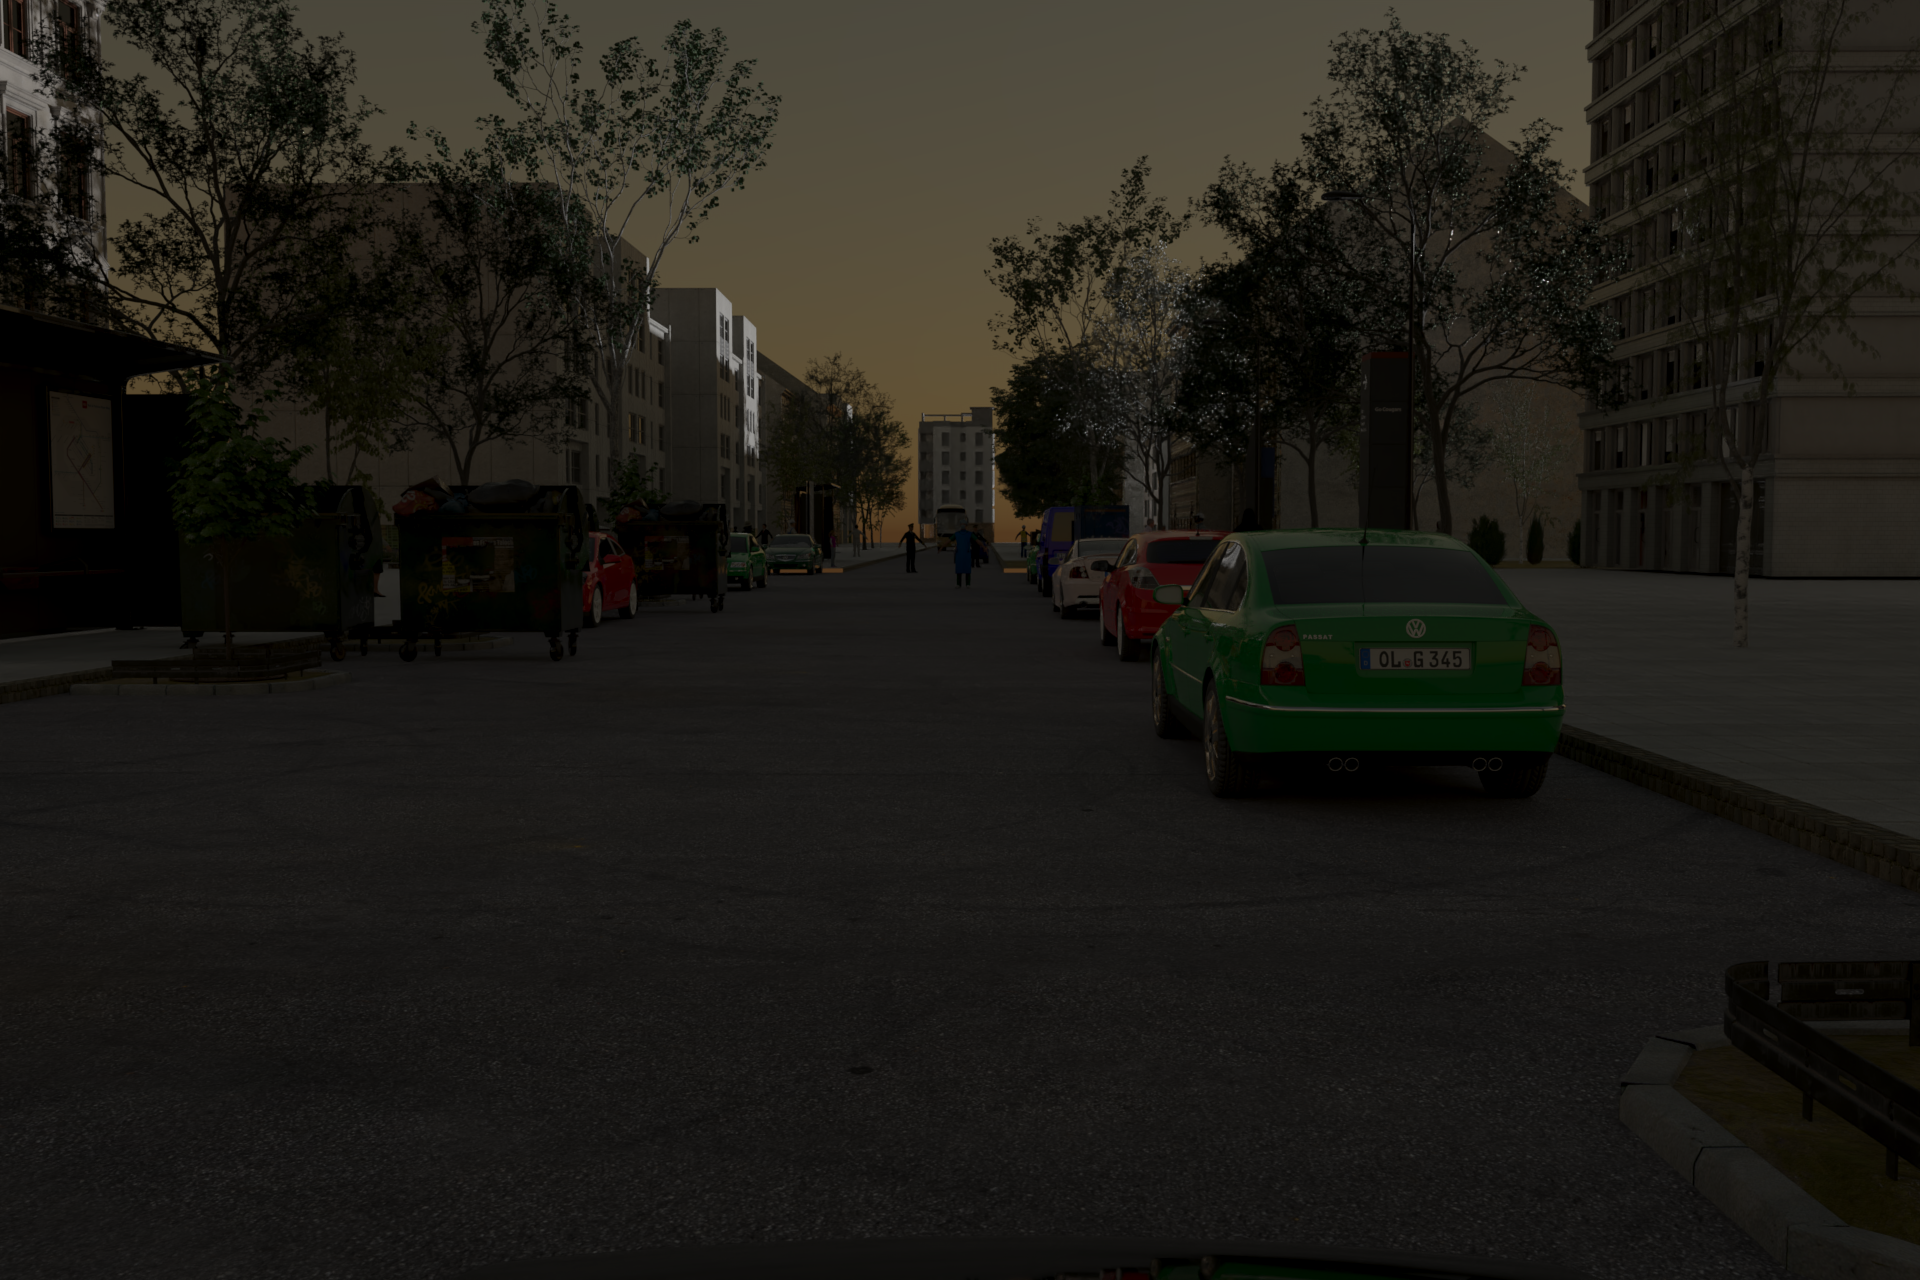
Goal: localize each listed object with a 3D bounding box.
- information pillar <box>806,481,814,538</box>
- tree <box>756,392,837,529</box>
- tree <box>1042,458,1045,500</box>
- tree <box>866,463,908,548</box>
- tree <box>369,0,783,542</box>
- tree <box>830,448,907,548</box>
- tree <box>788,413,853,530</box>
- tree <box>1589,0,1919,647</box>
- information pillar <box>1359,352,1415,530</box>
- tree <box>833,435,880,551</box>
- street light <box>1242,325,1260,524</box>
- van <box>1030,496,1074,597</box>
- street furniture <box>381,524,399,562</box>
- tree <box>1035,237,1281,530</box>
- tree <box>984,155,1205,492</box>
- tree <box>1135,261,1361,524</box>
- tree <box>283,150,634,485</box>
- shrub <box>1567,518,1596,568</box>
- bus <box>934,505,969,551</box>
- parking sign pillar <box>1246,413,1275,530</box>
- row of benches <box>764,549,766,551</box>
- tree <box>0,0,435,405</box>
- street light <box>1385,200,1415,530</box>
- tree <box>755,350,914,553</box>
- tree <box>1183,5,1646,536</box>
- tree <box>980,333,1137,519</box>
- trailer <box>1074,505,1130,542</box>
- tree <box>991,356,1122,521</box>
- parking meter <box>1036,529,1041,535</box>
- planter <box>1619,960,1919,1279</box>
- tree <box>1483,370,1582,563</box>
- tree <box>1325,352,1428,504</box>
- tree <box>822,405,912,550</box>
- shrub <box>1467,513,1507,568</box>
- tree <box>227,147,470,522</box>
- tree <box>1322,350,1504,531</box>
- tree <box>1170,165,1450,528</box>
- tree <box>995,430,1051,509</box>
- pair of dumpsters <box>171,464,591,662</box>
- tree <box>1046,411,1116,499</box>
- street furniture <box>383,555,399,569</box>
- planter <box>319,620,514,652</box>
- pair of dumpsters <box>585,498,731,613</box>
[{"bbox_3d":[-6.672,-5.250,77.158,0.184,3.620,1.656,0,4,1],"label":"information pillar"},{"bbox_3d":[-8.819,-8.590,90.802,4.737,8.622,4.395,0,3,0],"label":"tree"},{"bbox_3d":[8.022,-13.373,153.065,8.767,10.594,7.601,0,4,-6],"label":"tree"},{"bbox_3d":[-7.256,-12.950,162.100,4.737,8.622,4.395,0,3,0],"label":"tree"},{"bbox_3d":[-13.395,-12.461,59.626,12.611,20.169,13.585,0,3,0],"label":"tree"},{"bbox_3d":[-8.107,-13.456,154.419,7.601,10.594,8.767,1,4,17],"label":"tree"},{"bbox_3d":[-8.130,-9.439,104.694,4.360,8.622,3.978,0,3,0],"label":"tree"},{"bbox_3d":[8.667,-4.217,19.305,4.360,8.622,3.978,0,3,0],"label":"tree"},{"bbox_3d":[6.141,-2.177,24.973,0.750,3.857,0.750,0,4,1],"label":"information pillar"},{"bbox_3d":[-7.854,-10.890,128.411,4.737,8.622,4.395,0,3,0],"label":"tree"},{"bbox_3d":[6.993,-3.976,37.554,1.470,5.913,1.316,0,4,1],"label":"street light"},{"bbox_3d":[2.827,-2.247,41.119,2.240,2.365,5.245,0,4,0],"label":"van"},{"bbox_3d":[-27.148,-4.360,78.138,9.812,1.723,11.010,-1,4,-12],"label":"street furniture"},{"bbox_3d":[8.353,-9.932,72.750,12.009,13.543,11.850,0,3,0],"label":"tree"},{"bbox_3d":[7.124,-14.229,88.526,12.611,20.169,13.585,0,3,0],"label":"tree"},{"bbox_3d":[9.401,-7.441,56.079,7.601,10.594,8.767,-3,5,-41],"label":"tree"},{"bbox_3d":[-12.486,-6.635,42.898,8.767,10.594,7.601,-1,4,-16],"label":"tree"},{"bbox_3d":[23.659,-3.741,65.205,1.661,2.075,1.752,0,3,0],"label":"shrub"},{"bbox_3d":[-0.676,-9.625,148.918,2.896,3.916,12.252,0,4,1],"label":"bus"},{"bbox_3d":[6.777,-3.105,39.245,1.447,3.967,1.447,0,4,1],"label":"parking sign pillar"},{"bbox_3d":[-7.950,-3.523,73.062,1.422,0.672,4.104,1,4,13],"label":"row of benches"},{"bbox_3d":[-12.158,-5.670,27.113,8.767,10.594,7.601,0,4,3],"label":"tree"},{"bbox_3d":[6.666,-3.121,23.567,1.470,5.913,1.316,0,4,1],"label":"street light"},{"bbox_3d":[-8.632,-12.604,116.453,12.009,13.543,11.850,0,3,0],"label":"tree"},{"bbox_3d":[8.454,-5.879,30.538,8.767,10.594,7.601,-3,4,-37],"label":"tree"},{"bbox_3d":[6.447,-12.420,109.728,9.857,13.997,8.962,0,3,0],"label":"tree"},{"bbox_3d":[2.882,-1.768,35.959,1.471,1.999,3.904,0,4,1],"label":"trailer"},{"bbox_3d":[6.768,-13.151,121.668,9.857,13.997,8.962,0,3,0],"label":"tree"},{"bbox_3d":[3.846,-4.618,83.909,0.372,1.533,0.369,0,3,0],"label":"parking meter"},{"bbox_3d":[2.603,1.058,3.840,1.991,0.319,1.994,0,4,0],"label":"planter"},{"bbox_3d":[24.558,-7.673,75.823,4.360,8.622,3.978,0,3,0],"label":"tree"},{"bbox_3d":[16.740,-7.358,70.662,4.737,8.622,4.395,0,3,0],"label":"tree"},{"bbox_3d":[-7.605,-13.040,138.958,9.928,11.665,9.643,0,3,0],"label":"tree"},{"bbox_3d":[19.722,-3.731,65.046,1.661,2.075,1.752,0,3,0],"label":"shrub"},{"bbox_3d":[-12.069,-5.112,33.941,4.737,8.622,4.395,0,3,0],"label":"tree"},{"bbox_3d":[22.034,-9.117,83.475,8.767,10.594,7.601,0,4,-7],"label":"tree"},{"bbox_3d":[8.847,-6.720,44.286,7.601,10.594,8.767,1,4,12],"label":"tree"},{"bbox_3d":[8.394,-15.808,168.836,12.009,13.543,11.850,0,3,0],"label":"tree"},{"bbox_3d":[-6.576,-0.911,19.839,4.436,2.255,1.574,0,4,0],"label":"pair of dumpsters"},{"bbox_3d":[6.721,-9.262,101.797,4.360,8.622,3.978,0,3,0],"label":"tree"},{"bbox_3d":[-17.264,-3.508,64.212,11.010,1.723,9.812,2,4,32],"label":"street furniture"},{"bbox_3d":[-6.818,-0.058,22.088,1.991,0.319,1.994,0,4,2],"label":"planter"},{"bbox_3d":[-6.484,-1.641,31.780,4.436,2.255,1.574,0,4,1],"label":"pair of dumpsters"}]
